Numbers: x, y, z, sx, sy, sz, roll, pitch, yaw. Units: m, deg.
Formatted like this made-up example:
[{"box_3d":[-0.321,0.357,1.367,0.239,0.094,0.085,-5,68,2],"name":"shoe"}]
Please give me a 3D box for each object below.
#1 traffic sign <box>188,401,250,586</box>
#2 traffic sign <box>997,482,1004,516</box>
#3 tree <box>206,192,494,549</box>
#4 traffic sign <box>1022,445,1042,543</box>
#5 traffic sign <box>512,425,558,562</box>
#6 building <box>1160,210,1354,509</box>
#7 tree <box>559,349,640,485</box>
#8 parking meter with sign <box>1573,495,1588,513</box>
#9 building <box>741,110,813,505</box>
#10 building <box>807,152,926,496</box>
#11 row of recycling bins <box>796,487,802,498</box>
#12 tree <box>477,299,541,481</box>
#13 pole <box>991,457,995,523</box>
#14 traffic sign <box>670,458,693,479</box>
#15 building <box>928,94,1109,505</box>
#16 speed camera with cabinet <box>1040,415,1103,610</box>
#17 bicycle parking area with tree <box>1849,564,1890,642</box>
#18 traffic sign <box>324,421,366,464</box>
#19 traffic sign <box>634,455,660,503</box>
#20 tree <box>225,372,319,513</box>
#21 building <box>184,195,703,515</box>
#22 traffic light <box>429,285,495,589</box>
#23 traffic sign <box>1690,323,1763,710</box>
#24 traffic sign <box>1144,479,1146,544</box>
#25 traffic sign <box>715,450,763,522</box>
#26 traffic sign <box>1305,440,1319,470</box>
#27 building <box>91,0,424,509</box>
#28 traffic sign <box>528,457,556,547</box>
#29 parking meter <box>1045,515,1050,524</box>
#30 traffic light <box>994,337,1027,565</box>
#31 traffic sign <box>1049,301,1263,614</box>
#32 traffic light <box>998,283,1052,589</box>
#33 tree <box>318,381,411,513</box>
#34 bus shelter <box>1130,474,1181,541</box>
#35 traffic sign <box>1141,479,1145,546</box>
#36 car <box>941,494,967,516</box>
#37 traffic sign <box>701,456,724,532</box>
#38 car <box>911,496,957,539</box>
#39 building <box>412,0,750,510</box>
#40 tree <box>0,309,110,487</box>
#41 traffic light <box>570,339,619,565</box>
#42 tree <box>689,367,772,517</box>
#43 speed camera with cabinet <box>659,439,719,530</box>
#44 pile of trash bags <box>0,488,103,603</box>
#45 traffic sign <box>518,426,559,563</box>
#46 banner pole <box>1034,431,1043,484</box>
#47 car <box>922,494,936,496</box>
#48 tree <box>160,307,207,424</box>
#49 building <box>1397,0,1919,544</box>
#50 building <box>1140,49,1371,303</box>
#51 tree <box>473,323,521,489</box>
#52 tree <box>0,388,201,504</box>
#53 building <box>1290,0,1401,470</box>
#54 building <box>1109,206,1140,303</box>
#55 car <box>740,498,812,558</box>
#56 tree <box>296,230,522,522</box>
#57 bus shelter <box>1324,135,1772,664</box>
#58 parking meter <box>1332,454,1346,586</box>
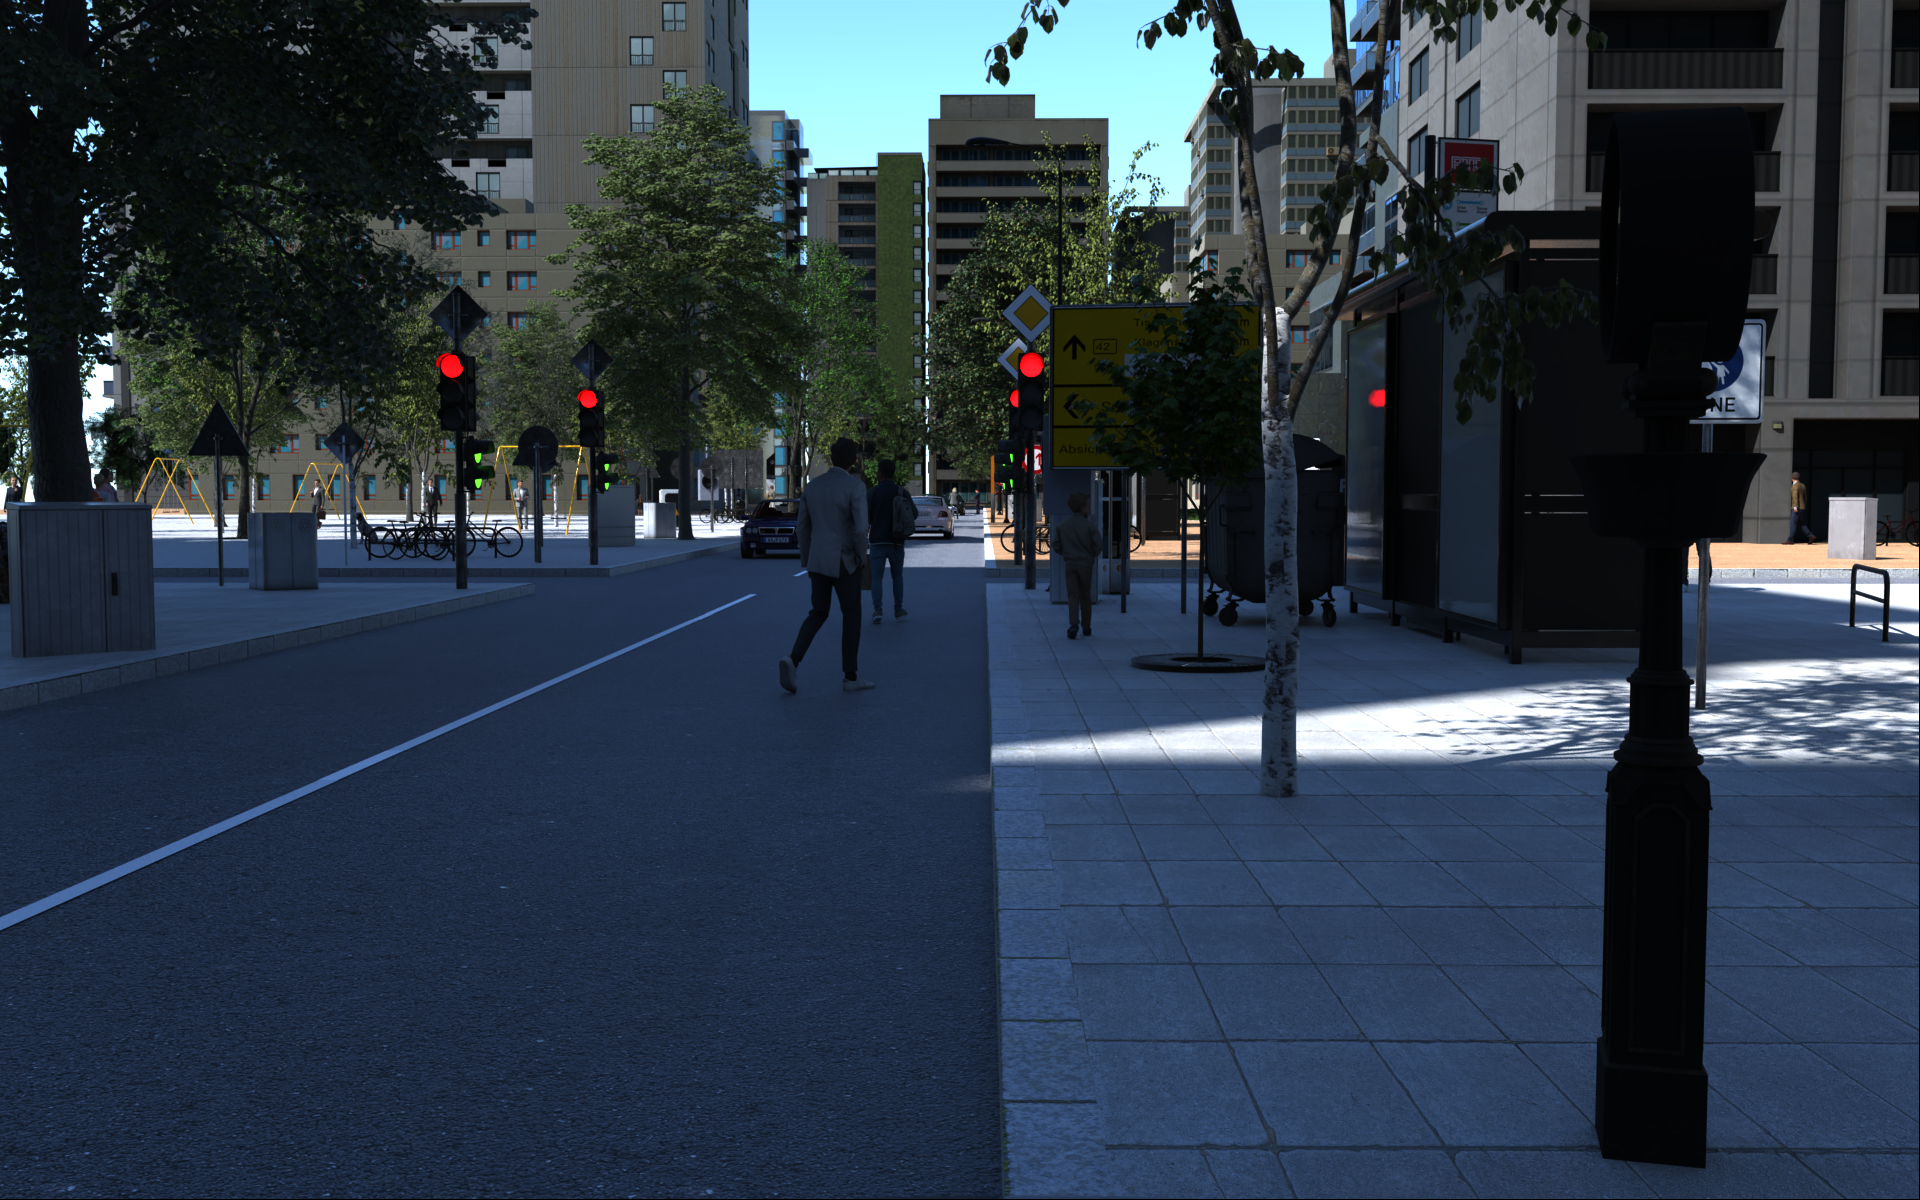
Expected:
[{"box_3d":[-10.330,-1.477,24.150,0.884,2.594,0.081,0,4,4],"name":"traffic sign"},{"box_3d":[2.537,-6.321,103.457,0.768,2.556,0.104,0,4,4],"name":"traffic sign"},{"box_3d":[-14.010,-5.504,40.355,4.737,8.622,4.395,0,3,0],"name":"tree"},{"box_3d":[1.944,-2.735,44.829,0.768,2.556,0.104,0,4,2],"name":"traffic sign"},{"box_3d":[-7.979,-1.990,32.533,0.884,2.594,0.081,0,4,4],"name":"traffic sign"},{"box_3d":[30.283,-17.417,129.814,27.650,21.520,28.899,0,4,1],"name":"building"},{"box_3d":[-16.552,-7.978,80.797,4.737,8.622,4.395,0,3,0],"name":"tree"},{"box_3d":[12.474,-2.313,34.084,0.543,3.016,1.738,-3,4,-39],"name":"parking meter with sign"},{"box_3d":[-33.421,-36.420,215.078,30.456,49.044,23.786,0,4,1],"name":"building"},{"box_3d":[-11.216,-32.208,210.201,14.086,41.232,14.154,0,4,1],"name":"building"},{"box_3d":[-8.275,-5.801,101.962,3.534,1.692,1.069,-1,4,-22],"name":"row of recycling bins"},{"box_3d":[-24.444,-11.173,100.803,7.486,12.596,7.792,0,3,0],"name":"tree"},{"box_3d":[1.487,-5.152,78.074,0.158,3.312,0.155,0,3,0],"name":"pole"},{"box_3d":[-9.610,-3.649,59.763,0.768,2.556,0.104,0,4,2],"name":"traffic sign"},{"box_3d":[6.952,-36.088,213.740,21.600,48.544,21.300,0,4,1],"name":"building"},{"box_3d":[1.305,-1.567,19.957,0.660,3.252,2.038,0,4,8],"name":"speed camera with cabinet"},{"box_3d":[10.842,-1.558,12.472,8.231,4.147,9.016,2,4,32],"name":"bicycle parking area with tree"},{"box_3d":[-11.057,-1.920,31.122,0.795,2.593,0.064,0,4,7],"name":"traffic sign"},{"box_3d":[-10.127,-3.428,56.057,0.884,2.594,0.081,1,4,9],"name":"traffic sign"},{"box_3d":[-33.972,-8.135,83.377,4.360,8.622,3.978,0,3,0],"name":"tree"},{"box_3d":[-34.284,-16.906,121.448,27.650,21.520,28.899,0,4,1],"name":"building"},{"box_3d":[-6.731,-2.105,23.339,0.839,4.253,0.868,0,4,1],"name":"traffic light"},{"box_3d":[4.411,-0.497,10.251,0.606,2.300,0.079,0,4,5],"name":"traffic sign"},{"box_3d":[4.735,-2.718,44.540,0.768,2.556,0.104,0,4,2],"name":"traffic sign"},{"box_3d":[-10.128,-5.230,79.379,2.265,3.308,0.079,0,4,8],"name":"traffic sign"},{"box_3d":[6.318,-1.824,31.950,0.606,2.300,0.079,0,4,4],"name":"traffic sign"},{"box_3d":[-61.969,-37.722,158.755,28.212,58.520,21.231,0,4,1],"name":"building"},{"box_3d":[-10.204,-2.572,42.150,0.768,2.556,0.104,0,4,7],"name":"traffic sign"},{"box_3d":[3.856,-4.196,74.311,0.399,1.863,0.255,-3,4,-37],"name":"parking meter"},{"box_3d":[1.035,-2.588,31.239,0.839,4.253,0.868,0,4,1],"name":"traffic light"},{"box_3d":[2.085,-1.509,18.551,2.265,3.308,0.079,1,4,10],"name":"traffic sign"},{"box_3d":[0.930,-2.100,23.254,0.839,4.253,0.868,0,4,1],"name":"traffic light"},{"box_3d":[-32.840,-8.747,93.376,4.360,8.622,3.978,0,3,0],"name":"tree"},{"box_3d":[5.800,-4.534,51.759,2.179,5.291,8.768,0,4,1],"name":"bus shelter"},{"box_3d":[4.546,-2.622,42.972,0.768,2.556,0.104,1,4,10],"name":"traffic sign"},{"box_3d":[-0.561,-6.468,115.533,2.009,1.686,4.222,0,4,3],"name":"car"},{"box_3d":[-8.340,-3.559,58.299,0.768,2.556,0.104,0,4,5],"name":"traffic sign"},{"box_3d":[-1.150,-2.687,56.294,2.083,1.381,4.827,0,4,1],"name":"car"},{"box_3d":[-33.357,-34.533,153.851,27.495,52.752,28.713,0,4,1],"name":"building"},{"box_3d":[-30.241,-6.535,57.213,4.737,8.622,4.395,0,3,0],"name":"tree"},{"box_3d":[-6.626,-2.593,31.324,0.839,4.253,0.868,0,4,1],"name":"traffic light"},{"box_3d":[-13.260,-9.285,102.176,4.737,8.622,4.395,0,3,0],"name":"tree"},{"box_3d":[-9.614,-4.104,61.438,2.038,3.252,0.660,-1,4,-17],"name":"speed camera with cabinet"},{"box_3d":[-11.263,-0.676,20.811,3.447,1.369,1.912,3,4,36],"name":"pile of trash bags"},{"box_3d":[-7.848,-1.965,32.227,0.768,2.556,0.104,0,4,3],"name":"traffic sign"},{"box_3d":[2.281,-3.722,50.869,0.401,3.779,0.863,2,4,30],"name":"banner pole"},{"box_3d":[-3.037,-9.703,167.435,1.959,1.807,4.718,0,4,2],"name":"car"},{"box_3d":[-24.019,-6.494,56.532,4.737,8.622,4.395,0,3,0],"name":"tree"},{"box_3d":[26.269,-37.565,52.442,20.611,71.187,20.563,0,4,1],"name":"building"},{"box_3d":[33.678,-28.362,155.597,32.217,40.220,23.993,0,4,1],"name":"building"},{"box_3d":[-15.950,-7.148,67.230,4.360,8.622,3.978,0,3,0],"name":"tree"},{"box_3d":[-49.573,-7.590,87.008,11.467,7.101,20.602,3,5,42],"name":"tree"},{"box_3d":[28.015,-47.224,84.783,22.319,86.520,31.000,0,4,1],"name":"building"},{"box_3d":[31.466,-32.309,220.133,23.993,40.220,32.217,0,4,1],"name":"building"},{"box_3d":[-4.028,-1.670,39.893,1.945,1.354,3.894,0,3,0],"name":"car"},{"box_3d":[-25.430,-10.364,79.816,12.009,13.543,11.850,0,3,0],"name":"tree"},{"box_3d":[4.996,-2.417,17.146,2.179,5.291,8.768,0,4,1],"name":"bus shelter"},{"box_3d":[5.385,-1.129,24.170,0.399,1.863,0.255,1,4,17],"name":"parking meter"}]
